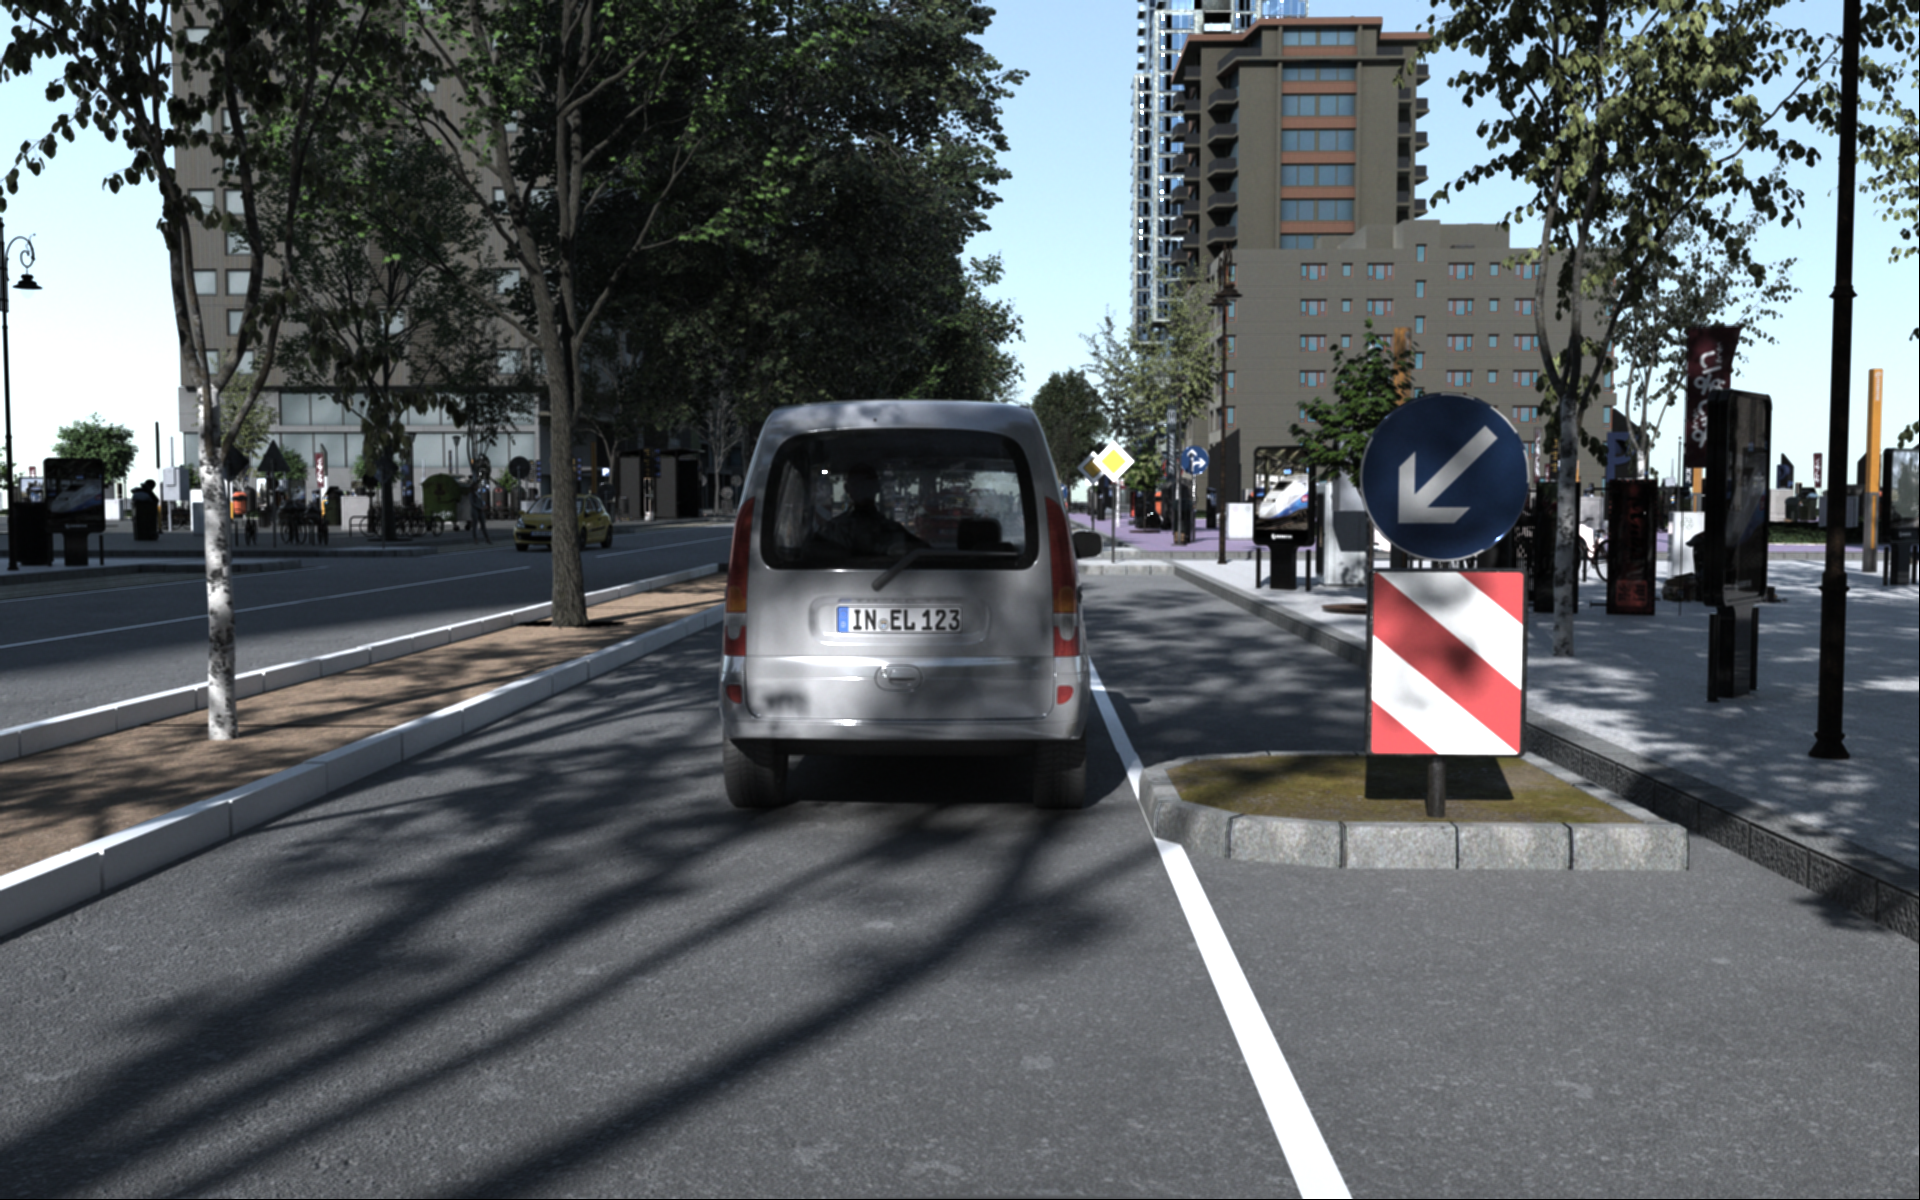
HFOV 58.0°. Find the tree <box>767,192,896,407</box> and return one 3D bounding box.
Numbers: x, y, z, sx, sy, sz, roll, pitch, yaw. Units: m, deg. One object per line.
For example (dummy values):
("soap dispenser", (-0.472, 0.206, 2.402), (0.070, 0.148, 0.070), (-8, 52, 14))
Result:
("tree", (-3.405, -5.446, 41.855), (4.737, 8.622, 4.395), (0, 3, 0))

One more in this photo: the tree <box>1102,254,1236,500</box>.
("tree", (6.690, -6.320, 53.694), (4.737, 8.622, 4.395), (0, 3, 0))

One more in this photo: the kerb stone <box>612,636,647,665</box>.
("kerb stone", (-2.888, 0.446, 14.935), (0.120, 0.150, 1.000), (0, 4, 2))

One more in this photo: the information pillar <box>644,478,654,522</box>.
("information pillar", (-14.290, -4.593, 79.584), (0.304, 2.012, 0.304), (2, 4, 23))

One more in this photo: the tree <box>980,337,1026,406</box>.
("tree", (-1.730, -10.949, 91.837), (12.009, 13.543, 11.850), (0, 3, 0))

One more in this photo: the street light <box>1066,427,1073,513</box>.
("street light", (7.551, -8.978, 119.584), (0.468, 5.910, 1.993), (0, 4, 2))

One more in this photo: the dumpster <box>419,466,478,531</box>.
("dumpster", (-17.758, -3.525, 60.127), (1.502, 2.255, 1.985), (0, 4, 2))

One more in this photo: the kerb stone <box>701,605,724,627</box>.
("kerb stone", (-2.764, 0.193, 19.038), (0.120, 0.150, 1.000), (0, 4, 2))

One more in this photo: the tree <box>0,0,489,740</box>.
("tree", (-4.282, -3.472, 9.591), (4.360, 8.622, 3.978), (0, 3, 0))

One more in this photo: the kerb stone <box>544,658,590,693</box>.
("kerb stone", (-2.955, 0.570, 12.886), (0.120, 0.150, 1.000), (0, 4, 2))

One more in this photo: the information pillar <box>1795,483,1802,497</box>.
("information pillar", (53.747, -6.515, 111.010), (0.304, 2.012, 0.304), (0, 4, -2))

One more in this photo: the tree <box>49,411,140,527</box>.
("tree", (-34.219, -5.186, 68.497), (4.285, 4.588, 4.351), (0, 3, 0))

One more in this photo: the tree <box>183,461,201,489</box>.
("tree", (-43.885, -6.373, 98.792), (1.663, 3.219, 1.824), (0, 3, 0))

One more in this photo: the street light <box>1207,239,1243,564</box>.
("street light", (4.826, -3.604, 31.712), (0.468, 5.910, 1.993), (0, 4, 2))

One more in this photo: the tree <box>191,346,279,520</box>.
("tree", (-35.644, -8.280, 85.743), (4.737, 8.622, 4.395), (0, 3, 0))

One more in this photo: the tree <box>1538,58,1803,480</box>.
("tree", (12.106, -4.875, 30.065), (4.360, 8.622, 3.978), (0, 3, 0))

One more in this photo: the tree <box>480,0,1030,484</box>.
("tree", (-3.315, -7.295, 28.389), (9.857, 13.997, 8.962), (0, 3, 0))

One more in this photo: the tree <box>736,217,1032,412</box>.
("tree", (-2.544, -8.533, 58.982), (9.611, 12.733, 9.660), (0, 3, 0))

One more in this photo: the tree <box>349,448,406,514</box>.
("tree", (-36.473, -7.614, 108.209), (4.285, 4.588, 4.351), (0, 3, 0))

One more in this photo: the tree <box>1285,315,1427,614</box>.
("tree", (4.352, -1.485, 18.889), (1.663, 3.219, 1.824), (0, 3, 0))

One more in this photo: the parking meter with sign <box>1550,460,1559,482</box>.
("parking meter with sign", (30.480, -5.654, 88.701), (0.543, 3.016, 1.738), (1, 4, 13))

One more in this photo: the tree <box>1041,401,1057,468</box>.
("tree", (7.828, -11.175, 133.080), (4.360, 8.622, 3.978), (0, 3, 0))

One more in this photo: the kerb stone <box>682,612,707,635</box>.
("kerb stone", (-2.802, 0.256, 18.016), (0.120, 0.150, 1.000), (0, 4, 2))

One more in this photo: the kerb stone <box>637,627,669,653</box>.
("kerb stone", (-2.859, 0.382, 15.957), (0.120, 0.150, 1.000), (0, 4, 2))

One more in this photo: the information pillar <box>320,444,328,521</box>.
("information pillar", (-29.471, -5.440, 80.298), (0.504, 3.616, 0.183), (3, 5, 44))

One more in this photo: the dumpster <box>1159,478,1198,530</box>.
("dumpster", (7.862, -3.454, 62.233), (1.264, 1.857, 1.865), (0, 4, 2))

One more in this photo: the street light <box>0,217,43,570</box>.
("street light", (-15.982, -3.441, 29.052), (0.468, 5.910, 1.993), (0, 4, 2))

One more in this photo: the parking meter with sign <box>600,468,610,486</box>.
("parking meter with sign", (-23.504, -7.217, 114.252), (0.543, 3.016, 1.738), (0, 4, -1))

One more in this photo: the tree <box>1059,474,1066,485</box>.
("tree", (12.330, -20.283, 238.286), (9.857, 13.997, 8.962), (0, 3, 0))

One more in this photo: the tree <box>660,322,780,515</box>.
("tree", (-14.774, -11.948, 105.722), (12.009, 13.543, 11.850), (0, 3, 0))

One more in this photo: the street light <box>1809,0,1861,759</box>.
("street light", (4.244, -2.171, 8.280), (0.468, 5.910, 1.993), (0, 4, 2))

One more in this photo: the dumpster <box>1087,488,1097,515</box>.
("dumpster", (8.305, -6.038, 104.482), (1.264, 1.857, 1.865), (0, 4, 2))

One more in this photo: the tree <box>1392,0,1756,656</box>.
("tree", (5.027, -3.862, 13.506), (4.737, 8.622, 4.395), (0, 3, 0))

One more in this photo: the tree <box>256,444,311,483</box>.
("tree", (-44.152, -7.912, 113.082), (4.285, 4.588, 4.351), (0, 3, 0))

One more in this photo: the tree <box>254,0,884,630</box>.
("tree", (-4.330, -5.523, 18.512), (9.928, 11.665, 9.643), (0, 3, 0))

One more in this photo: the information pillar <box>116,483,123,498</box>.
("information pillar", (-55.545, -6.727, 114.475), (0.304, 2.012, 0.304), (-3, 5, -44))

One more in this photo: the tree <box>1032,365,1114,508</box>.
("tree", (9.628, -14.489, 153.899), (9.611, 12.733, 9.660), (0, 3, 0))

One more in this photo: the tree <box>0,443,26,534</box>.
("tree", (-30.973, -3.705, 55.178), (1.663, 3.219, 1.824), (0, 3, 0))

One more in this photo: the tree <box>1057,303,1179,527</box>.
("tree", (6.427, -7.174, 67.653), (4.360, 8.622, 3.978), (0, 3, 0))

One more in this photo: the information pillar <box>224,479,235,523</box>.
("information pillar", (-32.477, -5.227, 76.813), (0.504, 3.616, 0.183), (0, 4, 7))

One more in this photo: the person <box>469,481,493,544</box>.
("person", (-13.618, -2.472, 49.192), (0.573, 1.790, 0.520), (1, 4, 10))

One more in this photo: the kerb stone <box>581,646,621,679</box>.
("kerb stone", (-2.914, 0.509, 13.913), (0.120, 0.150, 1.000), (0, 4, 2))

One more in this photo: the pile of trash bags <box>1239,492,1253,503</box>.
("pile of trash bags", (10.734, -3.149, 61.243), (1.912, 1.369, 3.447), (0, 4, -4))

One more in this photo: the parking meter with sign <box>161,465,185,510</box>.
("parking meter with sign", (-47.149, -6.542, 103.218), (1.738, 3.016, 0.543), (0, 4, -3))

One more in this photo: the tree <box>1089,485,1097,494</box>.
("tree", (7.557, -6.063, 93.726), (1.663, 3.219, 1.824), (0, 3, 0))

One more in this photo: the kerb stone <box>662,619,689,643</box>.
("kerb stone", (-2.834, 0.324, 16.987), (0.120, 0.150, 1.000), (0, 4, 2))

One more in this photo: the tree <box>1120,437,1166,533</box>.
("tree", (6.158, -3.875, 57.961), (1.663, 3.219, 1.824), (0, 3, 0))

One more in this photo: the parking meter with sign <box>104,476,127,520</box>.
("parking meter with sign", (-42.393, -5.491, 86.043), (1.738, 3.016, 0.543), (-2, 4, -29))

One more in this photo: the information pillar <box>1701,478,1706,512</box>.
("information pillar", (33.709, -4.541, 78.734), (0.304, 2.012, 0.304), (0, 4, -5))

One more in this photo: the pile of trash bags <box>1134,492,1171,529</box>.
("pile of trash bags", (7.559, -3.414, 65.574), (1.912, 1.369, 3.447), (0, 4, 5))

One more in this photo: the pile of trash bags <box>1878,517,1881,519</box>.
("pile of trash bags", (54.844, -5.527, 100.125), (3.447, 1.369, 1.912), (-1, 4, -9))

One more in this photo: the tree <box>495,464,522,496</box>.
("tree", (-28.594, -7.057, 109.976), (1.663, 3.219, 1.824), (0, 3, 0))

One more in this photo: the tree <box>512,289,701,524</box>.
("tree", (-15.047, -8.528, 73.846), (8.767, 10.594, 7.601), (0, 4, -7))

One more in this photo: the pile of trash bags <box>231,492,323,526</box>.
("pile of trash bags", (-27.896, -3.718, 70.536), (3.447, 1.369, 1.912), (-3, 5, -45))

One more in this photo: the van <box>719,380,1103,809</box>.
("van", (-0.209, -0.138, 9.269), (2.013, 2.044, 4.112), (0, 4, 1))

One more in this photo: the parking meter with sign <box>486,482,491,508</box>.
("parking meter with sign", (-29.295, -6.758, 106.753), (0.543, 3.016, 1.738), (-2, 4, -30))

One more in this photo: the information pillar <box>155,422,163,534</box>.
("information pillar", (-26.014, -3.968, 56.227), (0.183, 3.616, 0.504), (-1, 4, -22))

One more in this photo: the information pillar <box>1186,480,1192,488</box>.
("information pillar", (11.553, -5.099, 87.853), (0.304, 2.012, 0.304), (2, 4, 27))

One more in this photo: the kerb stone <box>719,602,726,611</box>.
("kerb stone", (-2.744, 0.130, 20.063), (0.120, 0.150, 1.000), (0, 4, 2))
